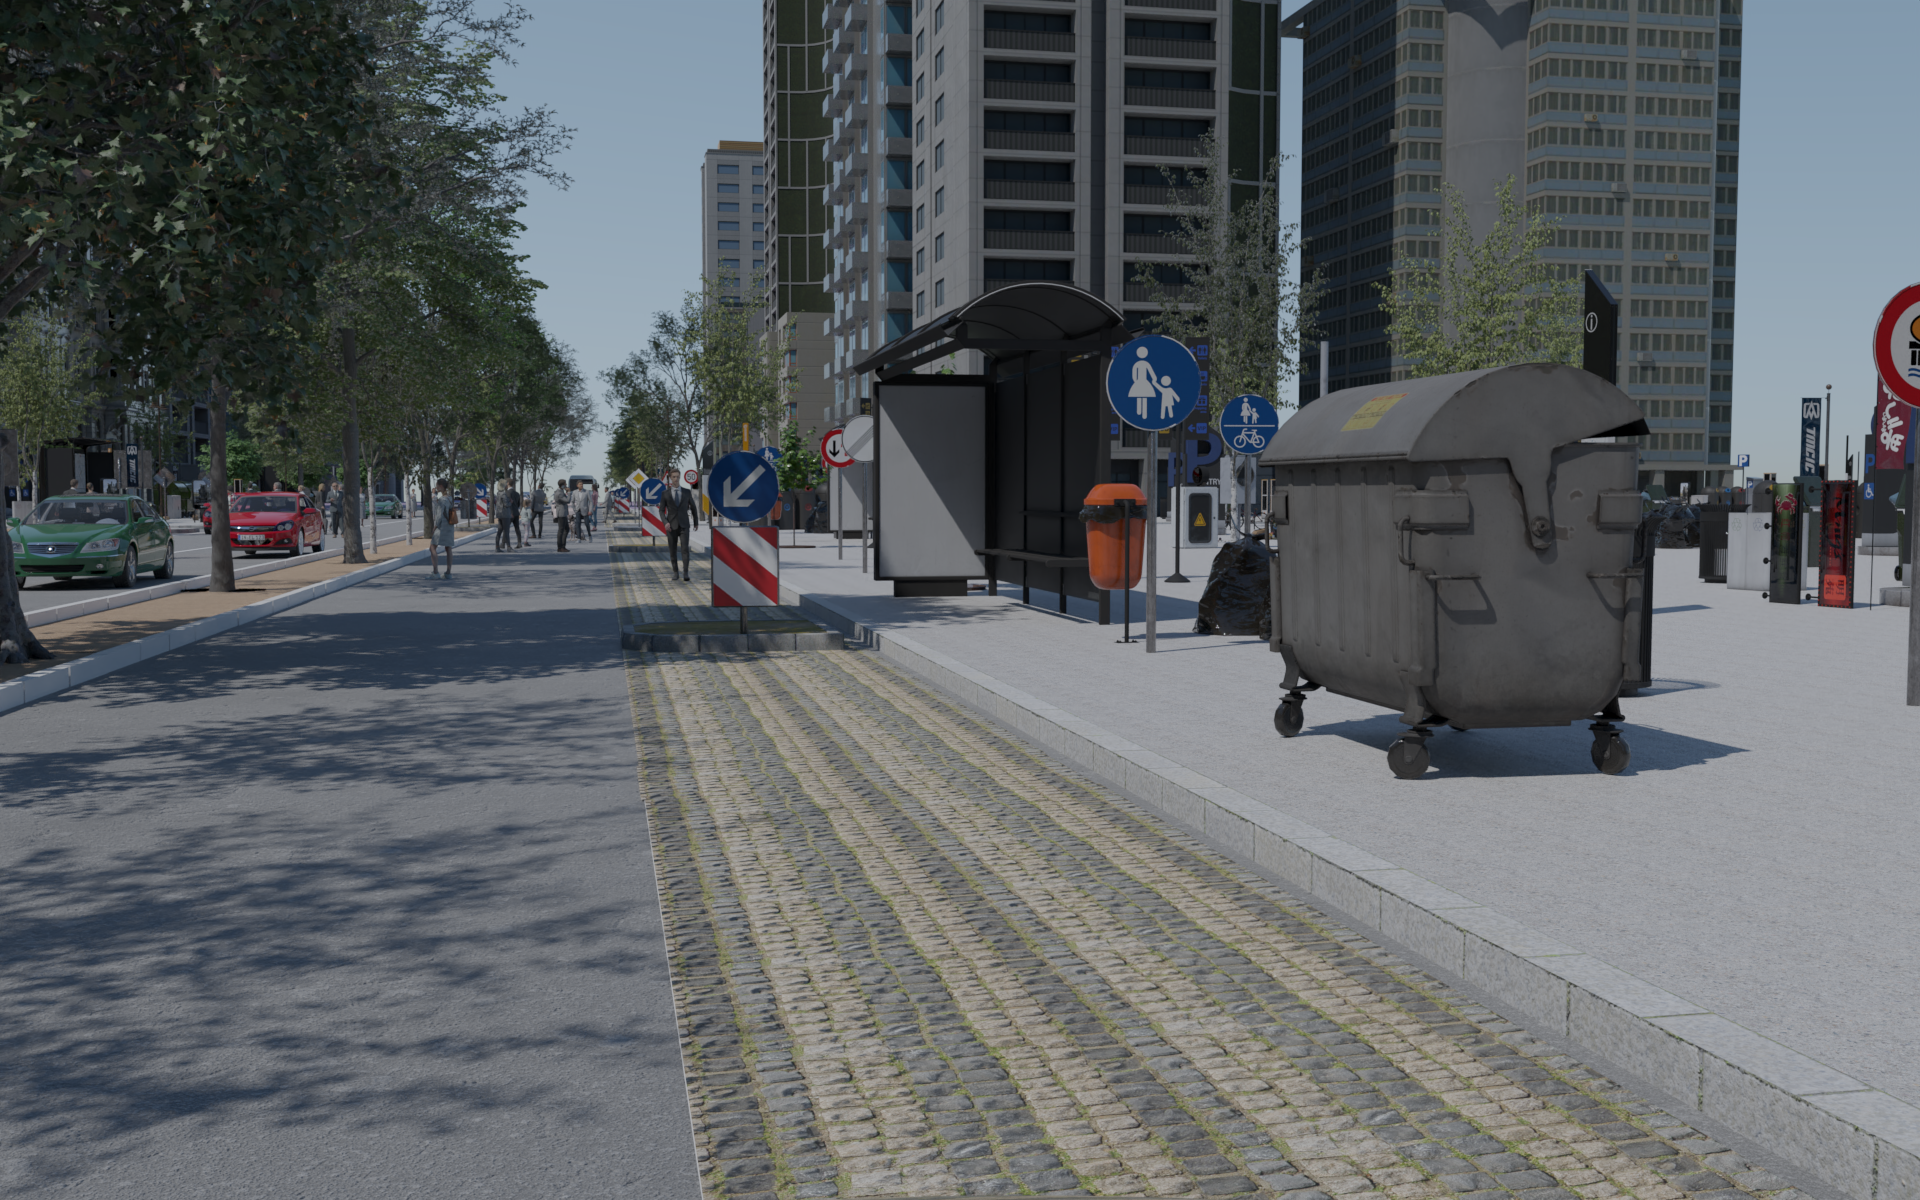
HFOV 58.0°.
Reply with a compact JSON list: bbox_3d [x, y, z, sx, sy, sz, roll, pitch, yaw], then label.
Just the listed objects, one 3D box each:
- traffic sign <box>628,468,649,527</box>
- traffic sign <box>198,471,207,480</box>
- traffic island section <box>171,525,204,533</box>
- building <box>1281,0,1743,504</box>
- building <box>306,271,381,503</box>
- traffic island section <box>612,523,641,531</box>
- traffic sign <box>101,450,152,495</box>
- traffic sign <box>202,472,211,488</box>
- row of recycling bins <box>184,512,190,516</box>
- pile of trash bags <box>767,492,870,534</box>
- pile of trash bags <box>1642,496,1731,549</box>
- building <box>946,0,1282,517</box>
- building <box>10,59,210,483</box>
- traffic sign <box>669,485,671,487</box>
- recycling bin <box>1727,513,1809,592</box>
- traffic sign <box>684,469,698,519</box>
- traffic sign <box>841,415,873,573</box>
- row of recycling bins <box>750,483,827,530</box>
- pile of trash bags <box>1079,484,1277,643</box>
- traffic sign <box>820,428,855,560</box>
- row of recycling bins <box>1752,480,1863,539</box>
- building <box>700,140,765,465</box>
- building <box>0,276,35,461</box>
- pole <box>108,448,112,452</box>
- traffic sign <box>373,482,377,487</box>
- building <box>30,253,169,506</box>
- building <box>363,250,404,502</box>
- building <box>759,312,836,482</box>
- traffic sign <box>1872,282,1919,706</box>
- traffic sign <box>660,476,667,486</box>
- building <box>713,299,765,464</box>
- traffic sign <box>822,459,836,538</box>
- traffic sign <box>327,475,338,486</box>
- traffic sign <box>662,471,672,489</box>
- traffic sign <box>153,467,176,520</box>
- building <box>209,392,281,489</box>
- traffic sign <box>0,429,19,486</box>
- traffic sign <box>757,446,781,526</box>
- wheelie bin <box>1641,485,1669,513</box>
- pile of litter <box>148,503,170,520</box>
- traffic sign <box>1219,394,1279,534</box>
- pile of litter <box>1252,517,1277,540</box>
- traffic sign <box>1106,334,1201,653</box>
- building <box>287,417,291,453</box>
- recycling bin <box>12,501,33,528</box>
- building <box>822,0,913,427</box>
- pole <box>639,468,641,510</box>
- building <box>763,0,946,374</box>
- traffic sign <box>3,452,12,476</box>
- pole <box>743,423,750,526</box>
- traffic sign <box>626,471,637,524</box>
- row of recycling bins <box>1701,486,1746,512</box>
[{"bbox_3d":[-12.524,-3.909,67.561,0.795,2.450,0.064,-1,4,-12],"label":"traffic sign"},{"bbox_3d":[-41.979,-5.886,96.341,0.768,2.556,0.104,-1,4,-9],"label":"traffic sign"},{"bbox_3d":[-29.435,-2.560,64.143,2.009,0.180,2.903,-1,4,-12],"label":"traffic island section"},{"bbox_3d":[37.559,-25.922,115.700,23.993,40.220,32.217,-1,4,-12],"label":"building"},{"bbox_3d":[-100.102,-33.875,245.731,32.217,40.220,23.993,-1,4,-12],"label":"building"},{"bbox_3d":[-14.127,-3.253,75.462,2.009,0.180,2.903,-1,4,-12],"label":"traffic island section"},{"bbox_3d":[-38.654,-5.290,80.360,2.265,3.308,0.079,0,4,-3],"label":"traffic sign"},{"bbox_3d":[-31.038,-4.175,71.905,0.795,2.450,0.064,-1,4,-12],"label":"traffic sign"},{"bbox_3d":[-44.255,-5.770,101.455,1.069,1.692,3.534,0,4,7],"label":"row of recycling bins"},{"bbox_3d":[-4.680,-2.873,56.732,3.447,1.369,1.912,0,4,-6],"label":"pile of trash bags"},{"bbox_3d":[16.558,-1.923,41.193,3.447,1.369,1.912,0,4,1],"label":"pile of trash bags"},{"bbox_3d":[8.957,-40.686,103.471,20.611,71.187,20.563,-1,4,-12],"label":"building"},{"bbox_3d":[-74.692,-43.456,148.759,20.563,71.187,20.611,-1,4,-12],"label":"building"},{"bbox_3d":[-20.834,-7.665,125.322,0.884,2.594,0.081,-1,4,-11],"label":"traffic sign"},{"bbox_3d":[10.813,-0.651,23.194,0.722,1.027,0.722,-1,4,-21],"label":"recycling bin"},{"bbox_3d":[-13.855,-5.458,89.339,0.768,2.556,0.104,-1,4,-9],"label":"traffic sign"},{"bbox_3d":[-1.540,-1.708,28.031,0.768,2.556,0.104,0,4,-6],"label":"traffic sign"},{"bbox_3d":[-5.994,-3.370,62.217,3.534,1.692,1.069,-2,4,-32],"label":"row of recycling bins"},{"bbox_3d":[2.720,-0.354,15.533,3.447,1.369,1.912,-1,4,-16],"label":"pile of trash bags"},{"bbox_3d":[-2.332,-2.056,33.728,0.768,2.556,0.104,0,4,-6],"label":"traffic sign"},{"bbox_3d":[25.087,-2.661,50.626,3.534,1.692,1.069,2,4,25],"label":"row of recycling bins"},{"bbox_3d":[-33.339,-46.093,295.619,21.231,58.520,28.212,-1,4,-12],"label":"building"},{"bbox_3d":[-59.271,-15.283,91.673,13.314,21.916,24.055,-1,4,-12],"label":"building"},{"bbox_3d":[-37.846,-5.103,77.272,0.158,3.312,0.155,0,3,0],"label":"pole"},{"bbox_3d":[-48.174,-8.675,141.945,0.768,2.556,0.104,-1,4,-8],"label":"traffic sign"},{"bbox_3d":[-65.359,-18.454,120.803,14.460,24.649,34.723,-1,4,-12],"label":"building"},{"bbox_3d":[-100.346,-44.644,271.930,21.231,58.520,28.212,-1,4,-12],"label":"building"},{"bbox_3d":[-5.807,-20.583,181.571,27.650,21.520,28.899,-1,4,-12],"label":"building"},{"bbox_3d":[5.786,-0.631,10.429,0.768,2.556,0.104,-1,4,-10],"label":"traffic sign"},{"bbox_3d":[-19.173,-6.773,110.737,0.884,2.594,0.081,0,4,-4],"label":"traffic sign"},{"bbox_3d":[-29.379,-29.911,260.743,14.160,30.474,14.107,-1,4,-12],"label":"building"},{"bbox_3d":[-3.622,-3.060,50.137,0.768,2.556,0.104,-1,4,-10],"label":"traffic sign"},{"bbox_3d":[-42.877,-7.248,118.513,0.884,2.594,0.081,0,4,-3],"label":"traffic sign"},{"bbox_3d":[-16.448,-5.956,97.378,0.884,2.594,0.081,0,4,-5],"label":"traffic sign"},{"bbox_3d":[-29.413,-3.697,64.086,0.795,2.450,0.064,-1,4,-12],"label":"traffic sign"},{"bbox_3d":[-74.074,-31.655,167.673,14.600,45.320,14.200,-1,4,-12],"label":"building"},{"bbox_3d":[-30.609,-3.682,54.077,2.265,3.308,0.079,0,4,-8],"label":"traffic sign"},{"bbox_3d":[-5.073,-2.809,46.040,0.768,2.556,0.104,0,4,-5],"label":"traffic sign"},{"bbox_3d":[23.414,-3.096,58.524,0.980,1.594,0.693,-1,4,-15],"label":"wheelie bin"},{"bbox_3d":[-39.923,-4.412,86.095,1.176,0.858,1.719,-2,4,-30],"label":"pile of litter"},{"bbox_3d":[3.680,-1.348,22.144,0.768,2.556,0.104,0,4,-3],"label":"traffic sign"},{"bbox_3d":[8.743,-2.147,49.066,1.719,0.858,1.176,-2,4,-32],"label":"pile of litter"},{"bbox_3d":[1.546,-0.846,13.938,0.768,2.556,0.104,0,4,-3],"label":"traffic sign"},{"bbox_3d":[-78.049,-30.495,182.179,14.154,41.232,14.086,-1,4,-12],"label":"building"},{"bbox_3d":[-32.371,-2.899,59.949,0.722,1.027,0.722,-2,4,-30],"label":"recycling bin"},{"bbox_3d":[1.510,-31.434,133.553,23.786,49.044,30.456,-1,4,-12],"label":"building"},{"bbox_3d":[-25.338,-8.741,136.753,0.158,3.312,0.155,0,3,0],"label":"pole"},{"bbox_3d":[-14.084,-46.809,203.576,20.563,71.187,20.611,-1,4,-12],"label":"building"},{"bbox_3d":[-28.745,-3.162,51.808,0.768,2.556,0.104,0,4,-4],"label":"traffic sign"},{"bbox_3d":[-6.149,-3.426,49.857,0.158,3.312,0.155,0,3,0],"label":"pole"},{"bbox_3d":[-14.149,-4.388,75.380,0.795,2.450,0.064,-1,4,-12],"label":"traffic sign"},{"bbox_3d":[40.277,-5.107,90.604,3.534,1.692,1.069,-1,4,-18],"label":"row of recycling bins"}]
